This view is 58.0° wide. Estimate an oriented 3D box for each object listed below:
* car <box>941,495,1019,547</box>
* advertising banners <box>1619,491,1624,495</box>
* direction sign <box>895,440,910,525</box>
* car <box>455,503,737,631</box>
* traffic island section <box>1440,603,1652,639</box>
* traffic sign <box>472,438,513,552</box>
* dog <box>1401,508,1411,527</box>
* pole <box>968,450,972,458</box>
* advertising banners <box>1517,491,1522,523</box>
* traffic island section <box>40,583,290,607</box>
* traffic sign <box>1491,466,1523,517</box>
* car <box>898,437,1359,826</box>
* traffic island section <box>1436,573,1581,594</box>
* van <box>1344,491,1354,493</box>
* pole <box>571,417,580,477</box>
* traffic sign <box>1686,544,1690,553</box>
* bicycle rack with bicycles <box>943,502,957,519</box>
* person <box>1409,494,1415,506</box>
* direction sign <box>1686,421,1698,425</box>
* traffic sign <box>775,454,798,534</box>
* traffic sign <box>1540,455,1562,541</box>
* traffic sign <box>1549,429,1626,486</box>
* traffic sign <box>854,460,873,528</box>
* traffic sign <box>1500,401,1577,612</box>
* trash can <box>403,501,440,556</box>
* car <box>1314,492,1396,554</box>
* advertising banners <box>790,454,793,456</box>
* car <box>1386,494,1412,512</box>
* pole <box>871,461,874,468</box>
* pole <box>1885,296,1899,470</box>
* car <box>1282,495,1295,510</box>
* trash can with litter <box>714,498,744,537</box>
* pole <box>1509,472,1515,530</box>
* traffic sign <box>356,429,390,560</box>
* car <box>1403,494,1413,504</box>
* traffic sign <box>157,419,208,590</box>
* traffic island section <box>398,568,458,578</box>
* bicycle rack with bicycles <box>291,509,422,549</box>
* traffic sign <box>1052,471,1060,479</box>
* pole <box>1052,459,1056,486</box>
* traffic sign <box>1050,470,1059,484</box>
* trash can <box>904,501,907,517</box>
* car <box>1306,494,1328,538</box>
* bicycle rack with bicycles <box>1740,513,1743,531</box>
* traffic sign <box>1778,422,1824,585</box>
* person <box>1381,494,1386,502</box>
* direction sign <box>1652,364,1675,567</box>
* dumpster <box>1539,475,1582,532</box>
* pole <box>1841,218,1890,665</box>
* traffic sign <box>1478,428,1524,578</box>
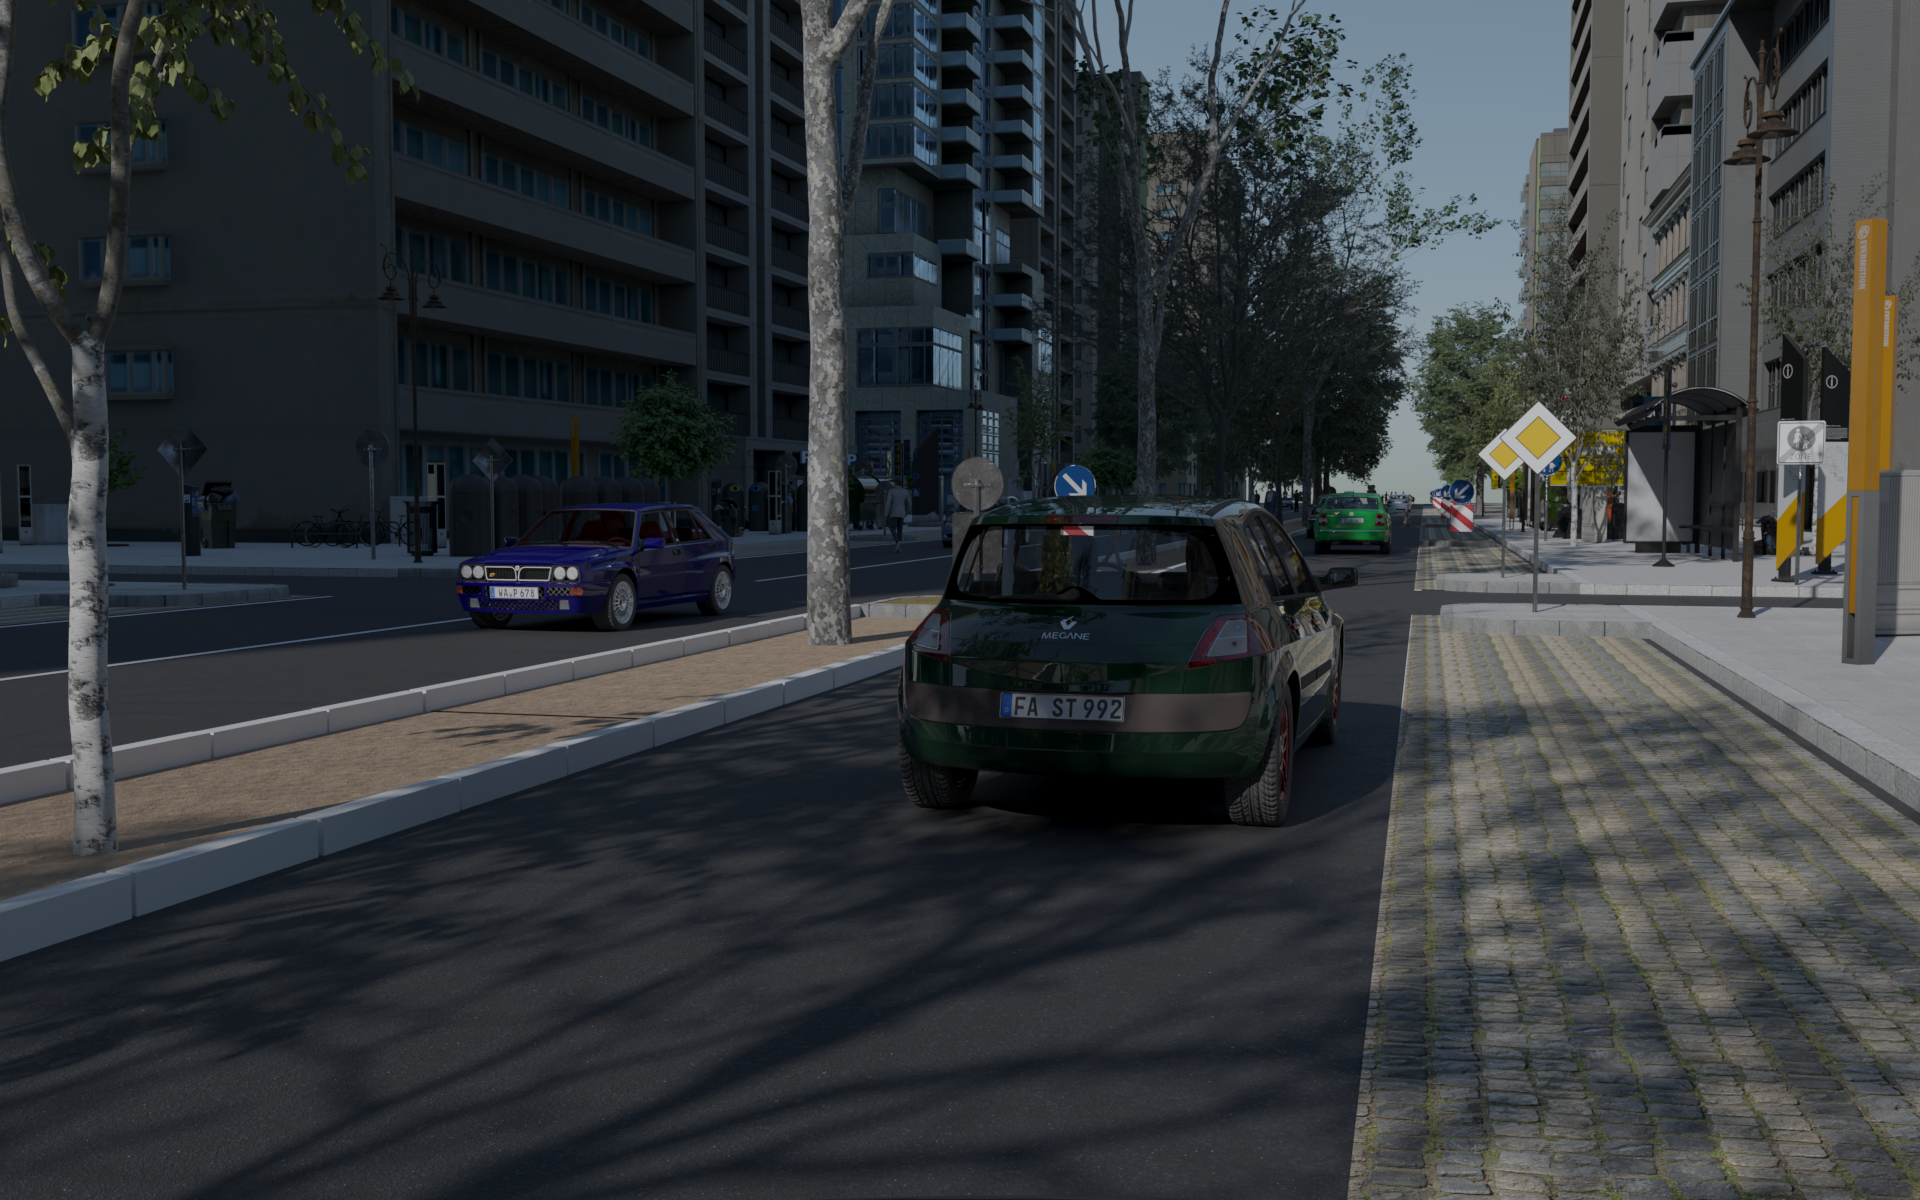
[{"bbox_3d":[0.774,-2.199,47.954,2.014,1.417,4.499,1,4,14],"label":"car"},{"bbox_3d":[35.918,-6.022,94.647,2.074,3.025,0.090,0,4,-3],"label":"advertising banners"},{"bbox_3d":[-2.402,-4.908,72.242,0.876,3.537,0.379,3,5,42],"label":"direction sign"},{"bbox_3d":[-3.981,-0.421,19.468,1.945,1.354,3.894,1,4,17],"label":"car"},{"bbox_3d":[6.260,0.213,18.804,2.009,0.180,2.903,1,4,15],"label":"traffic island section"},{"bbox_3d":[-8.346,-1.668,30.920,0.795,2.450,0.064,1,4,15],"label":"traffic sign"},{"bbox_3d":[19.591,-3.636,76.291,0.800,0.831,0.513,-3,4,-36],"label":"dog"},{"bbox_3d":[0.438,-5.237,79.475,0.158,3.312,0.155,0,3,0],"label":"pole"},{"bbox_3d":[25.905,-4.977,77.566,2.074,3.025,0.090,-1,4,-16],"label":"advertising banners"},{"bbox_3d":[-10.441,-0.061,23.275,2.009,0.180,2.903,1,4,15],"label":"traffic island section"},{"bbox_3d":[30.297,-6.182,94.942,2.265,3.308,0.079,1,4,18],"label":"traffic sign"},{"bbox_3d":[1.010,0.047,9.021,2.009,1.686,4.222,1,4,17],"label":"car"},{"bbox_3d":[8.330,-0.259,26.517,2.009,0.180,2.903,1,4,15],"label":"traffic island section"},{"bbox_3d":[48.953,-12.896,217.867,2.013,2.044,4.112,1,4,13],"label":"van"},{"bbox_3d":[-10.225,-3.194,46.066,0.158,3.312,0.155,0,3,0],"label":"pole"},{"bbox_3d":[15.970,-2.311,37.898,0.768,2.556,0.104,1,4,21],"label":"traffic sign"},{"bbox_3d":[-1.173,-4.198,82.016,2.852,0.926,2.925,2,4,23],"label":"bicycle rack with bicycles"},{"bbox_3d":[53.271,-11.784,204.355,0.799,1.438,0.628,1,4,15],"label":"person"},{"bbox_3d":[22.140,-3.691,52.353,0.379,3.537,0.876,0,4,-3],"label":"direction sign"},{"bbox_3d":[-5.591,-3.398,55.658,0.768,2.556,0.104,1,4,17],"label":"traffic sign"},{"bbox_3d":[16.010,-2.885,47.272,0.768,2.556,0.104,1,4,16],"label":"traffic sign"},{"bbox_3d":[19.865,-3.732,54.897,2.265,3.308,0.079,1,4,22],"label":"traffic sign"},{"bbox_3d":[-3.665,-4.006,65.605,0.768,2.556,0.104,1,4,19],"label":"traffic sign"},{"bbox_3d":[6.235,-0.923,18.734,0.795,2.450,0.064,1,4,15],"label":"traffic sign"},{"bbox_3d":[-11.146,-1.482,35.879,0.748,1.137,0.748,0,3,0],"label":"trash can"},{"bbox_3d":[9.712,-2.070,42.638,1.959,1.807,4.718,1,4,15],"label":"car"},{"bbox_3d":[-7.190,-4.935,76.877,0.090,3.025,2.074,1,4,21],"label":"advertising banners"},{"bbox_3d":[34.540,-7.603,136.316,2.014,1.417,4.499,1,4,17],"label":"car"},{"bbox_3d":[-5.424,-6.927,107.093,0.158,3.312,0.155,0,3,0],"label":"pole"},{"bbox_3d":[9.583,-1.475,17.965,0.158,3.312,0.155,0,3,0],"label":"pole"},{"bbox_3d":[30.167,-9.060,160.711,1.945,1.354,3.894,1,4,14],"label":"car"},{"bbox_3d":[-6.868,-2.467,51.724,0.624,1.170,1.055,1,4,14],"label":"trash can with litter"},{"bbox_3d":[19.670,-4.148,61.668,0.158,3.312,0.155,0,3,0],"label":"pole"},{"bbox_3d":[-11.463,-2.059,33.777,0.768,2.556,0.104,1,4,17],"label":"traffic sign"},{"bbox_3d":[41.098,-9.221,160.983,2.015,1.641,3.980,1,4,14],"label":"car"},{"bbox_3d":[-10.417,-1.197,23.207,0.795,2.450,0.064,1,4,15],"label":"traffic sign"},{"bbox_3d":[-8.371,-0.533,30.988,2.009,0.180,2.903,1,4,15],"label":"traffic island section"},{"bbox_3d":[-14.917,-1.746,41.928,2.925,0.926,2.852,1,4,16],"label":"bicycle rack with bicycles"},{"bbox_3d":[5.509,-5.916,96.829,0.768,2.556,0.104,1,4,17],"label":"traffic sign"},{"bbox_3d":[5.395,-6.466,99.555,0.158,3.312,0.155,0,3,0],"label":"pole"},{"bbox_3d":[5.298,-5.771,94.352,0.884,2.594,0.081,1,4,18],"label":"traffic sign"},{"bbox_3d":[-3.211,-5.113,95.244,0.748,1.137,0.748,0,3,0],"label":"trash can"},{"bbox_3d":[12.629,-2.810,57.734,2.131,1.459,4.920,1,4,17],"label":"car"},{"bbox_3d":[26.114,-2.898,60.759,2.852,0.926,2.925,-1,4,-20],"label":"bicycle rack with bicycles"},{"bbox_3d":[11.796,-1.359,24.345,0.606,2.300,0.079,1,4,20],"label":"traffic sign"},{"bbox_3d":[48.679,-11.486,199.554,1.065,1.426,0.557,1,4,15],"label":"person"},{"bbox_3d":[12.440,-2.356,30.518,0.379,3.537,0.876,2,4,28],"label":"direction sign"},{"bbox_3d":[20.659,-3.496,59.646,1.502,2.255,1.985,1,4,15],"label":"dumpster"},{"bbox_3d":[6.783,-1.171,12.984,0.158,3.312,0.155,0,3,0],"label":"pole"},{"bbox_3d":[8.305,-1.395,26.447,0.795,2.450,0.064,1,4,15],"label":"traffic sign"}]
